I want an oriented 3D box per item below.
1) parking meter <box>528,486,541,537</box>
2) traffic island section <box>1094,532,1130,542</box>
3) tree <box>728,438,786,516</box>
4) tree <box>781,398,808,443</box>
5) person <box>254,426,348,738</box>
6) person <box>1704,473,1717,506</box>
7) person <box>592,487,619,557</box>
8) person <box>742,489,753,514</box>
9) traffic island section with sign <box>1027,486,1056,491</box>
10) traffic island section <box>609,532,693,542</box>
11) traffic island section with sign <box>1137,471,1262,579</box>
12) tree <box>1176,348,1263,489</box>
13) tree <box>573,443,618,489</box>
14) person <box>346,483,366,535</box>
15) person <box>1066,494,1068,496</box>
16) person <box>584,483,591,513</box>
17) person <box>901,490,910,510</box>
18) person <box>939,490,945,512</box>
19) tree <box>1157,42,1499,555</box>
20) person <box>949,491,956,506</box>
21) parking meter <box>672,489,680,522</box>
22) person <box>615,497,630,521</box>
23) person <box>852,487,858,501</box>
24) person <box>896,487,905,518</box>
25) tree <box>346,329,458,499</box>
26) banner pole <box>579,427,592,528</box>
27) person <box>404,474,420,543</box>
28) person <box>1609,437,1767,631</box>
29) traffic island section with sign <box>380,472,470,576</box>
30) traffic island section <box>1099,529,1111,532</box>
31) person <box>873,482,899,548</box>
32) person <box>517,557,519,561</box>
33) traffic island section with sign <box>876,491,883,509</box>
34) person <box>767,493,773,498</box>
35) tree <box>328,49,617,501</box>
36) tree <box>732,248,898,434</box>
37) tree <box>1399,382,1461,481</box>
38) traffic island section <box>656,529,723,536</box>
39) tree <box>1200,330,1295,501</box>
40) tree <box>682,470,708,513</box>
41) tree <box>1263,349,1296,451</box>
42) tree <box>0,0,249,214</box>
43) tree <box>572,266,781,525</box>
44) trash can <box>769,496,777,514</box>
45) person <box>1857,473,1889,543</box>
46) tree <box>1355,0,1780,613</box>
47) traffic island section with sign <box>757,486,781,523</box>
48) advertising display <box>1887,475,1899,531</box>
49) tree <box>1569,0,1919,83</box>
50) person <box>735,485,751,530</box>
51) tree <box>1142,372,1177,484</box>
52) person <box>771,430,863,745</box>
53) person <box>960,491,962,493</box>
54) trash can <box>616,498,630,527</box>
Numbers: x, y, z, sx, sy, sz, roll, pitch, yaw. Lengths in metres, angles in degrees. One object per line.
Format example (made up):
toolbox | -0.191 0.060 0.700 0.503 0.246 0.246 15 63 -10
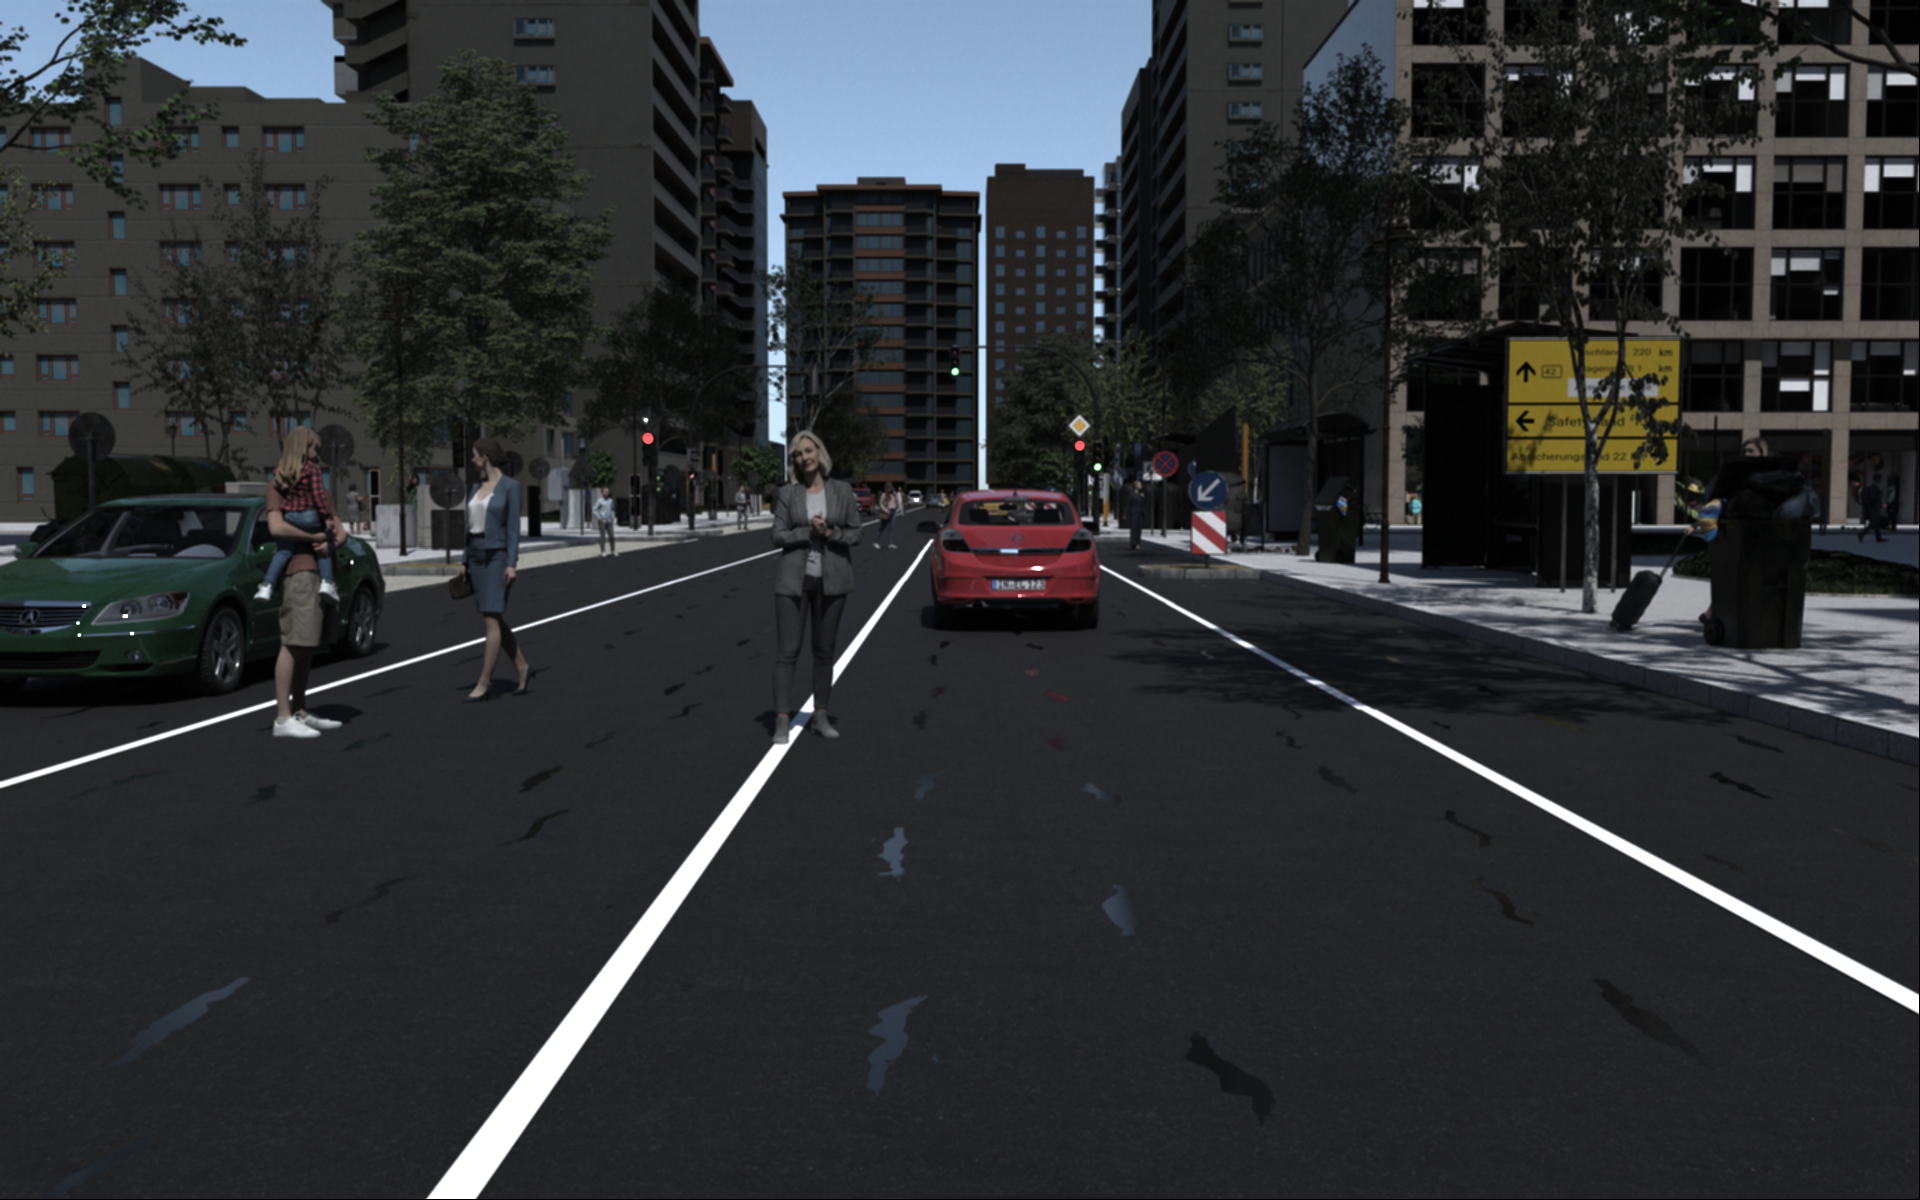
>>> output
parking meter | -12.808 -2.672 52.103 0.372 1.533 0.369 0 3 0
traffic island section | 4.202 -1.895 53.264 2.009 0.180 2.903 0 4 0
tree | -11.784 -7.160 100.787 4.285 4.588 4.351 0 3 0
tree | -12.626 -8.900 79.925 8.767 10.594 7.601 1 4 16
person | -3.908 -0.112 10.303 0.573 1.828 0.580 -3 4 -37
person | 18.572 -2.222 42.579 0.583 1.804 0.606 2 4 34
person | -8.118 -1.795 39.661 0.589 1.601 0.330 -2 4 -33
person | -13.693 -6.457 111.390 0.755 1.850 0.659 1 4 11
traffic island section with sign | 4.307 -4.723 85.848 1.989 1.847 2.006 0 4 0
traffic island section | -9.539 -1.898 53.313 2.009 0.180 2.903 0 4 0
traffic island section with sign | 4.136 -1.327 30.331 1.989 1.847 2.006 0 4 0
tree | 14.419 -8.635 91.543 4.360 8.622 3.978 0 3 0
tree | -23.628 -7.844 111.962 4.285 4.588 4.351 0 3 0
person | -19.869 -2.955 57.168 0.716 1.782 0.532 1 4 20
person | 11.715 -11.684 197.091 1.348 1.821 0.705 0 4 -5
person | -17.935 -4.756 83.990 0.721 1.800 0.419 2 4 32
person | -5.177 -9.015 155.891 1.348 1.824 0.705 -2 4 -30
person | -1.428 -7.754 135.626 0.624 1.780 0.694 -1 4 -23
tree | 7.473 -6.194 35.691 7.601 10.594 8.767 1 4 15
person | -0.601 -9.428 163.178 0.750 1.759 0.617 -1 4 -21
parking meter | -13.085 -4.370 79.857 0.372 1.533 0.369 0 3 0
person | -15.021 -4.066 78.013 0.738 1.151 1.012 -2 4 -29
person | -4.658 -4.019 74.787 0.480 1.755 0.524 0 4 -7
person | -3.628 -5.795 103.133 0.818 1.842 0.514 1 4 9
tree | -23.159 -7.445 72.086 4.737 8.622 4.395 0 3 0
banner pole | -14.054 -4.579 64.877 0.401 3.779 0.863 -3 5 -41
person | -14.044 -2.349 44.692 0.600 1.795 0.529 -1 4 -12
person | 6.890 -0.598 16.040 1.509 1.804 0.699 2 4 32
traffic island section with sign | -9.287 -1.369 31.014 1.989 1.847 2.006 0 4 0
traffic island section | 4.228 -2.383 61.249 2.009 0.180 2.903 0 4 0
person | -1.971 -2.248 45.847 0.643 1.750 0.593 3 5 40
person | -9.557 -1.475 36.858 0.306 1.304 0.590 -2 4 -29
traffic island section with sign | -8.766 -11.210 191.912 1.989 1.847 2.006 0 4 0
person | -19.544 -10.756 181.848 1.348 1.831 0.705 0 4 -8
tree | -12.257 -7.744 44.735 7.486 12.596 7.792 0 3 0
tree | -11.128 -16.895 132.125 12.611 20.169 13.585 0 3 0
tree | 14.738 -4.115 50.989 4.285 4.588 4.351 0 3 0
traffic island section | -9.513 -2.386 61.298 2.009 0.180 2.903 0 4 0
tree | 13.117 -7.786 77.661 4.737 8.622 4.395 0 3 0
tree | -18.139 -7.632 119.390 1.663 3.219 1.824 0 3 0
tree | 14.817 -7.216 68.350 4.360 8.622 3.978 0 3 0
tree | -12.198 -5.731 19.462 9.928 11.665 9.643 0 3 0
tree | -12.302 -8.324 70.510 7.601 10.594 8.767 1 4 9
trash can | -11.853 -6.070 110.891 0.748 1.137 0.748 0 3 0
person | 24.226 -2.442 45.941 0.822 1.834 0.622 1 4 14
tree | 6.606 -4.157 18.331 4.360 8.622 3.978 0 3 0
traffic island section with sign | -9.106 -4.785 86.868 1.989 1.847 2.006 0 4 0
advertising display | 32.561 -3.379 60.464 0.123 1.923 0.974 1 4 13
tree | 6.164 -5.090 8.984 9.928 11.665 9.643 0 3 0
person | -8.548 -3.646 68.308 0.583 1.804 0.606 2 4 30
tree | 13.006 -9.346 103.168 4.360 8.622 3.978 0 3 0
person | -0.831 -0.085 10.080 0.537 1.800 0.526 0 4 -2
person | 0.213 -9.312 161.281 0.750 1.759 0.617 -2 4 -26
trash can | -13.279 -3.480 68.545 0.748 1.137 0.748 0 3 0
